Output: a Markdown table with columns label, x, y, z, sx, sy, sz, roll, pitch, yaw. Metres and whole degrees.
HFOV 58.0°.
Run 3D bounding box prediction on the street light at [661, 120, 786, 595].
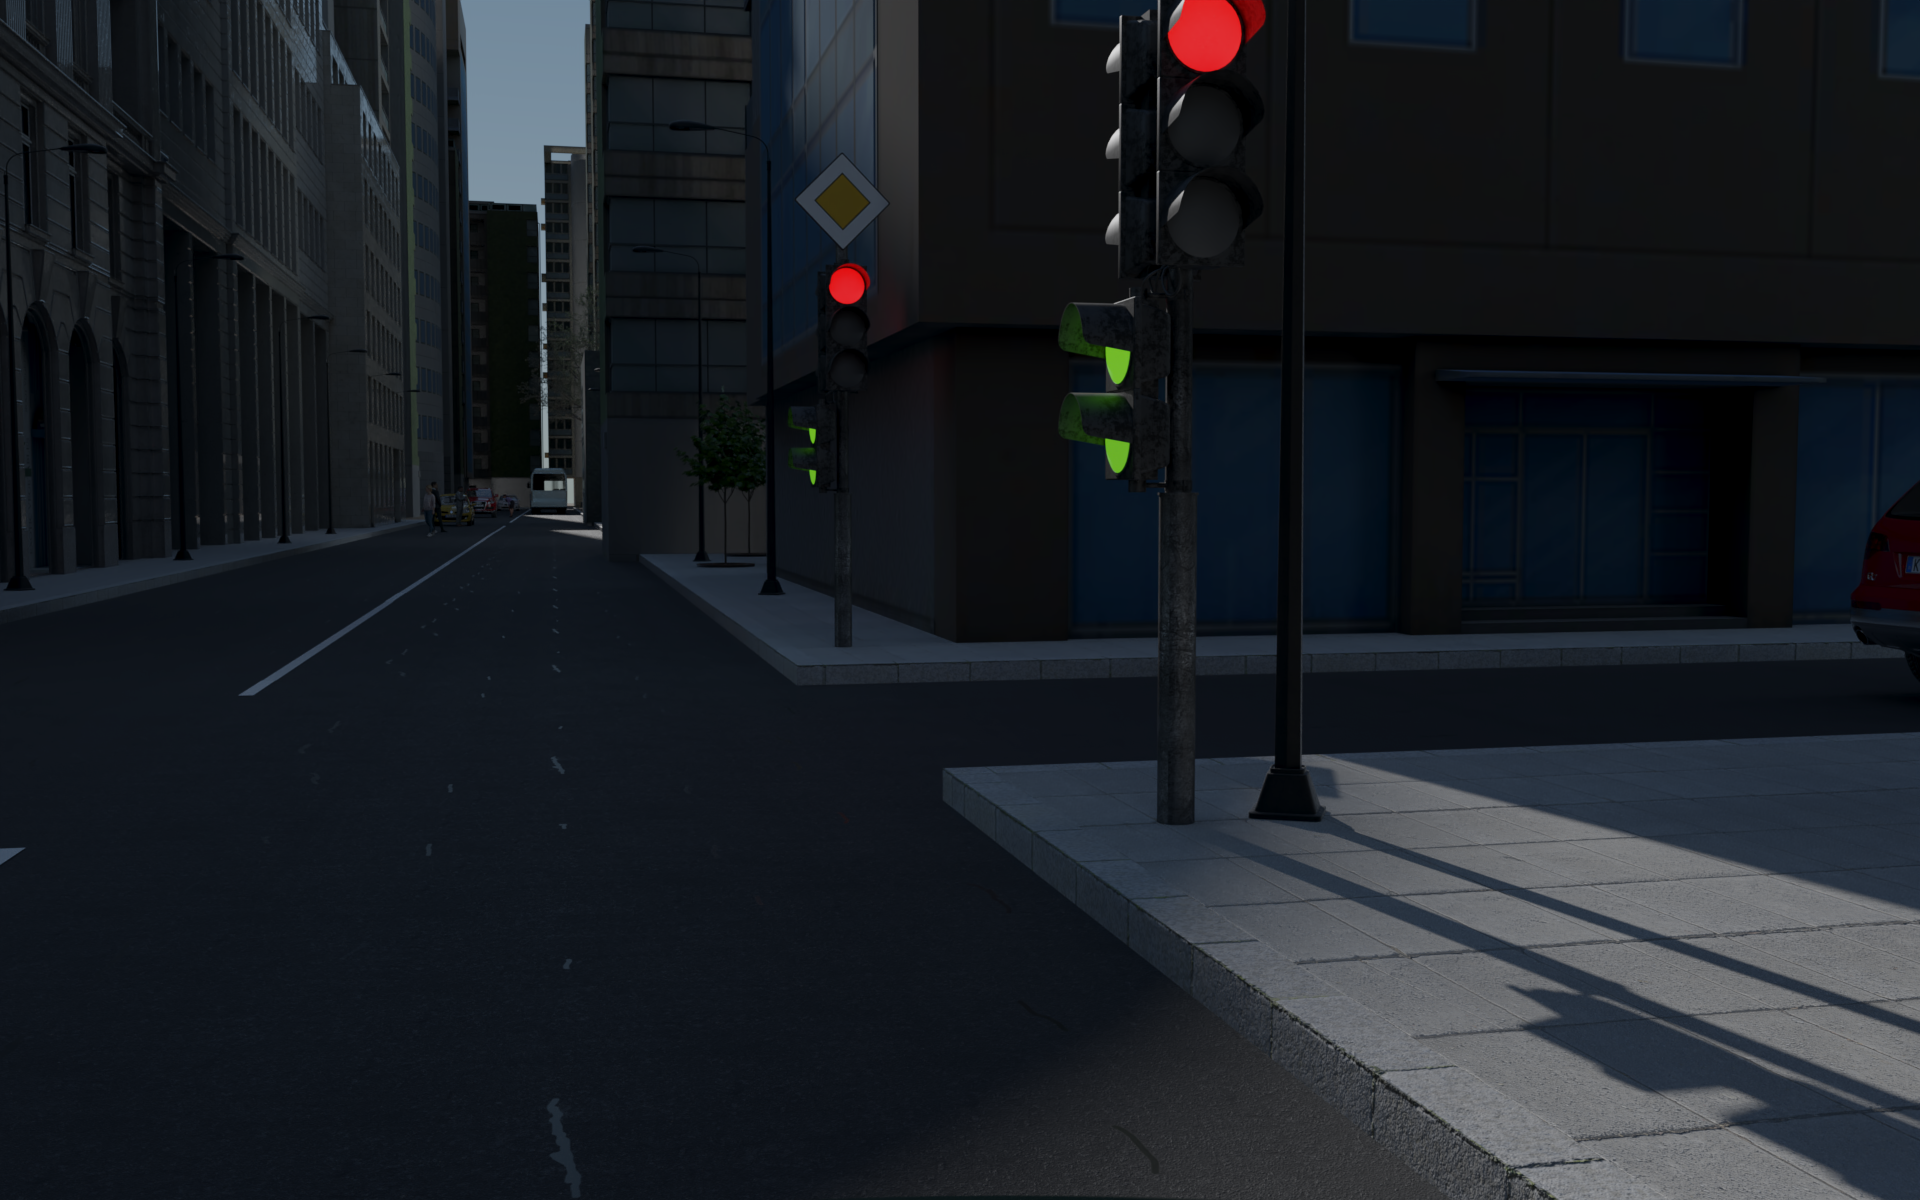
| label | x | y | z | sx | sy | sz | roll | pitch | yaw |
| --- | --- | --- | --- | --- | --- | --- | --- | --- | --- |
| street light | -2.931 | -3.013 | 21.808 | 1.470 | 5.913 | 1.316 | -1 | 4 | -13 |

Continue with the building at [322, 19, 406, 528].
| label | x | y | z | sx | sy | sz | roll | pitch | yaw |
| --- | --- | --- | --- | --- | --- | --- | --- | --- | --- |
| building | -29.259 | -13.269 | 71.693 | 10.420 | 20.320 | 16.860 | -1 | 4 | -13 |

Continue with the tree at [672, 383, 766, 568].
| label | x | y | z | sx | sy | sz | roll | pitch | yaw |
| --- | --- | --- | --- | --- | --- | --- | --- | --- | --- |
| tree | -4.263 | -2.196 | 30.501 | 1.663 | 3.219 | 1.824 | 0 | 3 | 0 |

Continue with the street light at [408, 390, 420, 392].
| label | x | y | z | sx | sy | sz | roll | pitch | yaw |
| --- | --- | --- | --- | --- | --- | --- | --- | --- | --- |
| street light | -24.669 | -6.389 | 76.996 | 1.470 | 5.913 | 1.316 | -1 | 4 | -13 |

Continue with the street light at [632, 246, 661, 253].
| label | x | y | z | sx | sy | sz | roll | pitch | yaw |
| --- | --- | --- | --- | --- | --- | --- | --- | --- | --- |
| street light | -5.446 | -3.680 | 32.712 | 1.470 | 5.913 | 1.316 | -1 | 4 | -13 |

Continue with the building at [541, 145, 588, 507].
| label | x | y | z | sx | sy | sz | roll | pitch | yaw |
| --- | --- | --- | --- | --- | --- | --- | --- | --- | --- |
| building | -32.600 | -30.237 | 186.249 | 23.993 | 40.220 | 32.217 | -1 | 4 | -13 |

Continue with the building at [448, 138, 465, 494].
| label | x | y | z | sx | sy | sz | roll | pitch | yaw |
| --- | --- | --- | --- | --- | --- | --- | --- | --- | --- |
| building | -46.000 | -22.109 | 133.183 | 14.160 | 30.474 | 14.107 | -1 | 4 | -13 |

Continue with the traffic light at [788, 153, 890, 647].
| label | x | y | z | sx | sy | sz | roll | pitch | yaw |
| --- | --- | --- | --- | --- | --- | --- | --- | --- | --- |
| traffic light | -0.999 | -1.560 | 14.435 | 0.839 | 4.253 | 0.868 | -1 | 4 | -13 |

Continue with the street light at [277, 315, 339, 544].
| label | x | y | z | sx | sy | sz | roll | pitch | yaw |
| --- | --- | --- | --- | --- | --- | --- | --- | --- | --- |
| street light | -17.033 | -4.429 | 44.961 | 1.470 | 5.913 | 1.316 | -1 | 4 | -13 |

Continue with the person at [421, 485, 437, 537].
| label | x | y | z | sx | sy | sz | roll | pitch | yaw |
| --- | --- | --- | --- | --- | --- | --- | --- | --- | --- |
| person | -17.892 | -3.014 | 58.452 | 0.731 | 1.740 | 0.598 | 2 | 4 | 24 |

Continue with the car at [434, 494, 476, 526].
| label | x | y | z | sx | sy | sz | roll | pitch | yaw |
| --- | --- | --- | --- | --- | --- | --- | --- | --- | --- |
| car | -23.057 | -4.199 | 78.870 | 2.015 | 1.641 | 3.980 | -1 | 4 | -13 |

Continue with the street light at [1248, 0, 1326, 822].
| label | x | y | z | sx | sy | sz | roll | pitch | yaw |
| --- | --- | --- | --- | --- | --- | --- | --- | --- | --- |
| street light | 0.783 | -2.085 | 6.639 | 1.470 | 5.913 | 1.316 | -1 | 4 | -13 |

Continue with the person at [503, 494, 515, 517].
| label | x | y | z | sx | sy | sz | roll | pitch | yaw |
| --- | --- | --- | --- | --- | --- | --- | --- | --- | --- |
| person | -27.696 | -5.788 | 106.371 | 0.697 | 1.427 | 0.421 | -1 | 4 | -12 |

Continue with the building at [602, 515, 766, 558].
| label | x | y | z | sx | sy | sz | roll | pitch | yaw |
| --- | --- | --- | --- | --- | --- | --- | --- | --- | --- |
| building | -2.176 | -22.026 | 43.724 | 14.154 | 41.232 | 14.086 | -1 | 4 | -13 |

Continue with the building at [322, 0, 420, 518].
| label | x | y | z | sx | sy | sz | roll | pitch | yaw |
| --- | --- | --- | --- | --- | --- | --- | --- | --- | --- |
| building | -36.333 | -24.866 | 90.160 | 14.154 | 41.232 | 14.086 | -1 | 4 | -13 |

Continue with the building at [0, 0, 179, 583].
| label | x | y | z | sx | sy | sz | roll | pitch | yaw |
| --- | --- | --- | --- | --- | --- | --- | --- | --- | --- |
| building | -19.192 | -11.034 | 22.202 | 13.314 | 21.916 | 24.055 | -1 | 4 | -13 |

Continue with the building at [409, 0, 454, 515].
| label | x | y | z | sx | sy | sz | roll | pitch | yaw |
| --- | --- | --- | --- | --- | --- | --- | --- | --- | --- |
| building | -44.444 | -34.768 | 110.449 | 21.231 | 58.520 | 28.212 | -1 | 4 | -13 |

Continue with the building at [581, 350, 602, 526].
| label | x | y | z | sx | sy | sz | roll | pitch | yaw |
| --- | --- | --- | --- | --- | --- | --- | --- | --- | --- |
| building | -4.809 | -46.506 | 73.037 | 22.319 | 86.520 | 31.000 | -1 | 4 | -13 |

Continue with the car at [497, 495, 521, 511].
| label | x | y | z | sx | sy | sz | roll | pitch | yaw |
| --- | --- | --- | --- | --- | --- | --- | --- | --- | --- |
| car | -38.715 | -8.326 | 148.486 | 2.083 | 1.381 | 4.827 | -1 | 4 | -13 |

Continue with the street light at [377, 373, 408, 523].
| label | x | y | z | sx | sy | sz | roll | pitch | yaw |
| --- | --- | --- | --- | --- | --- | --- | --- | --- | --- |
| street light | -22.033 | -5.727 | 66.185 | 1.470 | 5.913 | 1.316 | -1 | 4 | -13 |

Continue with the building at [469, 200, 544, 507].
| label | x | y | z | sx | sy | sz | roll | pitch | yaw |
| --- | --- | --- | --- | --- | --- | --- | --- | --- | --- |
| building | -49.002 | -24.548 | 173.064 | 14.107 | 30.474 | 14.160 | -1 | 4 | -13 |

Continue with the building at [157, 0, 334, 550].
| label | x | y | z | sx | sy | sz | roll | pitch | yaw |
| --- | --- | --- | --- | --- | --- | --- | --- | --- | --- |
| building | -25.346 | -16.569 | 48.401 | 11.434 | 29.767 | 29.804 | -1 | 4 | -13 |

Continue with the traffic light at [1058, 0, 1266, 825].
| label | x | y | z | sx | sy | sz | roll | pitch | yaw |
| --- | --- | --- | --- | --- | --- | --- | --- | --- | --- |
| traffic light | 0.825 | -1.085 | 6.660 | 0.839 | 4.253 | 0.868 | -1 | 4 | -13 |

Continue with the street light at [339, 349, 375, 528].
| label | x | y | z | sx | sy | sz | roll | pitch | yaw |
| --- | --- | --- | --- | --- | --- | --- | --- | --- | --- |
| street light | -19.633 | -5.071 | 55.446 | 1.470 | 5.913 | 1.316 | -1 | 4 | -13 |

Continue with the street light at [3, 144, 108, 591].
| label | x | y | z | sx | sy | sz | roll | pitch | yaw |
| --- | --- | --- | --- | --- | --- | --- | --- | --- | --- |
| street light | -12.004 | -3.087 | 23.015 | 1.470 | 5.913 | 1.316 | -1 | 4 | -13 |

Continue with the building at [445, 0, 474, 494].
| label | x | y | z | sx | sy | sz | roll | pitch | yaw |
| --- | --- | --- | --- | --- | --- | --- | --- | --- | --- |
| building | -50.091 | -30.563 | 149.819 | 14.200 | 45.320 | 14.600 | -1 | 4 | -13 |

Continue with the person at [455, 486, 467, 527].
| label | x | y | z | sx | sy | sz | roll | pitch | yaw |
| --- | --- | --- | --- | --- | --- | --- | --- | --- | --- |
| person | -22.066 | -4.155 | 76.621 | 0.466 | 1.800 | 0.511 | 0 | 4 | -1 |

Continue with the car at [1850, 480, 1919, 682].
| label | x | y | z | sx | sy | sz | roll | pitch | yaw |
| --- | --- | --- | --- | --- | --- | --- | --- | --- | --- |
| car | 8.817 | -0.196 | 11.871 | 5.304 | 1.827 | 2.281 | -1 | 4 | -14 |

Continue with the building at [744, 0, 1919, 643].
| label | x | y | z | sx | sy | sz | roll | pitch | yaw |
| --- | --- | --- | --- | --- | --- | --- | --- | --- | --- |
| building | 4.998 | -22.709 | 21.405 | 14.200 | 45.320 | 14.600 | -1 | 4 | -13 |

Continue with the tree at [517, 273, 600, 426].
| label | x | y | z | sx | sy | sz | roll | pitch | yaw |
| --- | --- | --- | --- | --- | --- | --- | --- | --- | --- |
| tree | -18.740 | -11.210 | 93.652 | 12.009 | 13.543 | 11.850 | 0 | 3 | 0 |

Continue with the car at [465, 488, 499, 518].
| label | x | y | z | sx | sy | sz | roll | pitch | yaw |
| --- | --- | --- | --- | --- | --- | --- | --- | --- | --- |
| car | -29.388 | -5.948 | 105.929 | 2.281 | 1.827 | 5.304 | -1 | 4 | -14 |

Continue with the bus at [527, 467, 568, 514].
| label | x | y | z | sx | sy | sz | roll | pitch | yaw |
| --- | --- | --- | --- | --- | --- | --- | --- | --- | --- |
| bus | -31.086 | -8.299 | 130.545 | 2.948 | 3.499 | 13.247 | -1 | 4 | -14 |

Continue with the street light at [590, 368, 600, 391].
| label | x | y | z | sx | sy | sz | roll | pitch | yaw |
| --- | --- | --- | --- | --- | --- | --- | --- | --- | --- |
| street light | -12.820 | -5.610 | 64.269 | 1.470 | 5.913 | 1.316 | -1 | 4 | -13 |

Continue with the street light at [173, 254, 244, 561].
| label | x | y | z | sx | sy | sz | roll | pitch | yaw |
| --- | --- | --- | --- | --- | --- | --- | --- | --- | --- |
| street light | -14.531 | -3.729 | 33.518 | 1.470 | 5.913 | 1.316 | -1 | 4 | -13 |

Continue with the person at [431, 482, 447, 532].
| label | x | y | z | sx | sy | sz | roll | pitch | yaw |
| --- | --- | --- | --- | --- | --- | --- | --- | --- | --- |
| person | -19.655 | -3.498 | 65.058 | 0.648 | 1.900 | 0.474 | 2 | 4 | 25 |
